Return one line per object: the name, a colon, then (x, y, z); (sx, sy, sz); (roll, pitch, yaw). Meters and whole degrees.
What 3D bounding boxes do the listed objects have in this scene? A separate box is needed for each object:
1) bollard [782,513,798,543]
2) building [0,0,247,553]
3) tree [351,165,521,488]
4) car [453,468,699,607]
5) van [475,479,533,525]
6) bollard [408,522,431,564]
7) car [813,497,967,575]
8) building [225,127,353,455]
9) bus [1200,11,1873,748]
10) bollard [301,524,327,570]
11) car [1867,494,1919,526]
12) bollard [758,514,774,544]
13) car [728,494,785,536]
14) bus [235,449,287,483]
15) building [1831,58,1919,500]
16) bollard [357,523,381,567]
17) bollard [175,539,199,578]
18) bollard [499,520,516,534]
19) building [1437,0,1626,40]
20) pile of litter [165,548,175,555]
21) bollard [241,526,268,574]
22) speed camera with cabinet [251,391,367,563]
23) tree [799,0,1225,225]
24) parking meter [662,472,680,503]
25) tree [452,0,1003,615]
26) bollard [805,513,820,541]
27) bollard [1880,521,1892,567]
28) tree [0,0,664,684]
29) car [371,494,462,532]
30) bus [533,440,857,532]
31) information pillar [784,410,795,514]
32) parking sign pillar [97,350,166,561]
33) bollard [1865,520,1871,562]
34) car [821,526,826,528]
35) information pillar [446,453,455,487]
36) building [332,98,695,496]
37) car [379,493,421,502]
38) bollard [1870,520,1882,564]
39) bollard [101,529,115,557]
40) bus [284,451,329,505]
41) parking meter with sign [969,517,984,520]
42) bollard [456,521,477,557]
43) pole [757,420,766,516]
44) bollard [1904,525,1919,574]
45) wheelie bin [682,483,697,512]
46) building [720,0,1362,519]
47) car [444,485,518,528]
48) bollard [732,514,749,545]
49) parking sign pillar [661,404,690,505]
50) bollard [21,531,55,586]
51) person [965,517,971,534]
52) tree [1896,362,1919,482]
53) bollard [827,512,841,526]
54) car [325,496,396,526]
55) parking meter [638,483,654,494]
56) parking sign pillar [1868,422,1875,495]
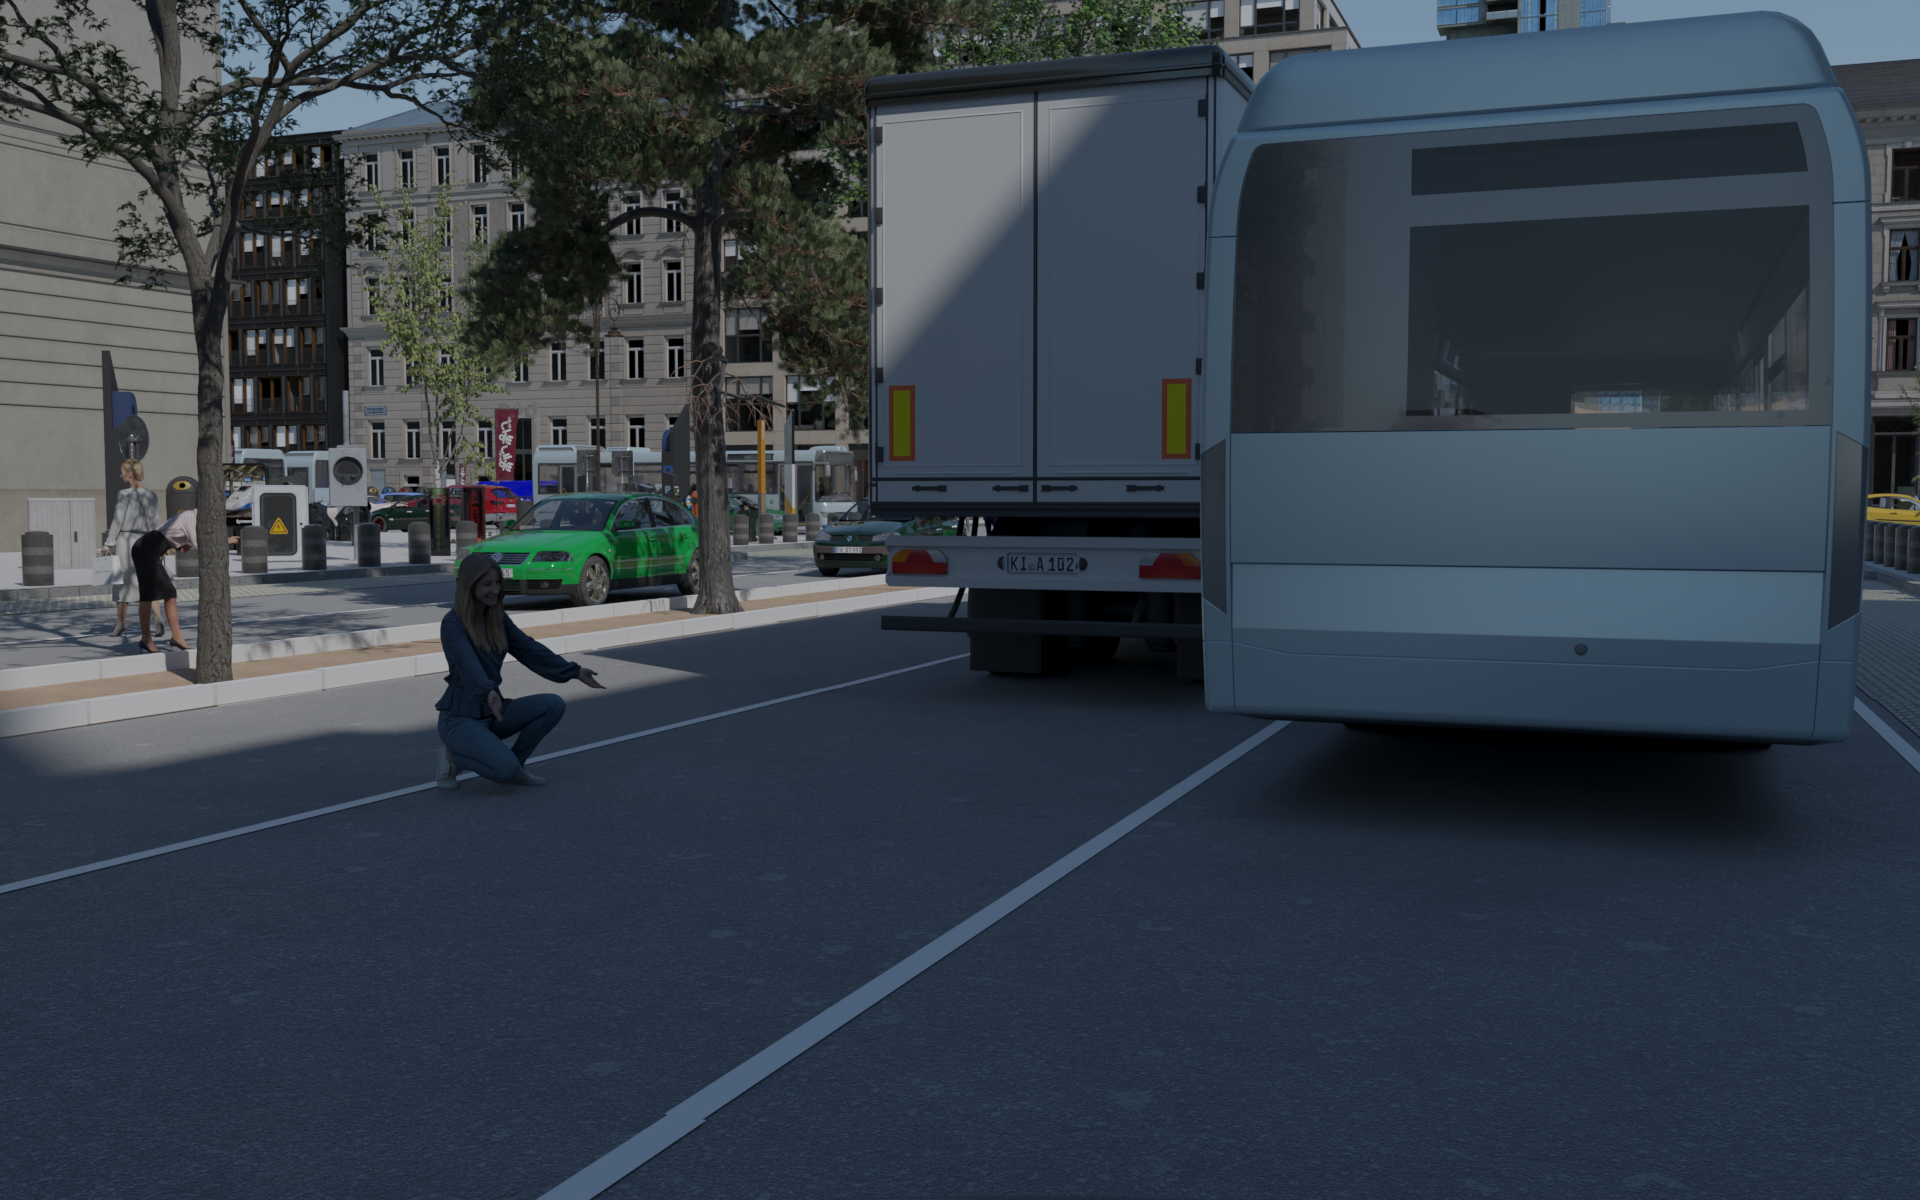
bollard: (-4.513, -1.912, 45.971); (0.404, 0.777, 0.398); (0, 3, 0)
building: (-34.391, -12.757, 41.868); (30.059, 22.955, 16.112); (1, 4, 21)
tree: (-11.717, -5.443, 39.354); (4.737, 8.622, 4.395); (0, 3, 0)
car: (-4.900, -0.881, 23.206); (1.959, 1.807, 4.718); (1, 4, 19)
van: (-20.789, -4.612, 79.794); (5.245, 2.365, 2.240); (1, 4, 21)
bollard: (-9.956, -1.051, 31.894); (0.404, 0.777, 0.398); (0, 3, 0)
car: (-1.202, -1.322, 31.405); (2.009, 1.686, 4.222); (1, 4, 20)
building: (-42.671, -17.239, 111.532); (15.834, 23.373, 12.332); (1, 4, 21)
bus: (4.663, -1.116, 13.102); (2.948, 3.499, 13.247); (1, 4, 22)
bollard: (-10.943, -0.894, 29.340); (0.404, 0.777, 0.398); (0, 3, 0)
car: (32.419, -3.021, 59.616); (3.980, 1.641, 2.015); (1, 4, 20)
bollard: (-5.007, -1.834, 44.699); (0.404, 0.777, 0.398); (0, 3, 0)
car: (-7.991, -2.956, 60.122); (4.920, 1.459, 2.131); (1, 4, 21)
bus: (-34.624, -4.815, 73.585); (13.247, 3.499, 2.948); (1, 4, 23)
building: (39.438, -13.987, 79.591); (40.483, 20.767, 10.553); (1, 4, 21)
bollard: (-10.450, -0.973, 30.621); (0.404, 0.777, 0.398); (0, 3, 0)
bollard: (-11.929, -0.739, 26.794); (0.404, 0.777, 0.398); (0, 3, 0)
bollard: (-8.959, -1.208, 34.468); (0.404, 0.777, 0.398); (0, 3, 0)
building: (78.284, -56.707, 239.833); (31.000, 86.520, 22.319); (1, 4, 21)
pile of litter: (-16.387, -1.374, 36.438); (1.176, 0.858, 1.719); (-3, 5, -43)
bollard: (-11.437, -0.817, 28.068); (0.404, 0.777, 0.398); (0, 3, 0)
speed camera with cabinet: (-12.323, -2.352, 32.795); (2.038, 3.252, 0.660); (-1, 4, -22)
tree: (0.813, -6.142, 28.632); (9.928, 11.665, 9.643); (0, 3, 0)
parking meter: (-7.539, -2.416, 45.206); (0.399, 1.863, 0.255); (2, 4, 27)
tree: (-2.991, -5.863, 20.378); (6.751, 12.117, 7.091); (0, 3, 0)
bollard: (-4.019, -1.990, 47.257); (0.404, 0.777, 0.398); (0, 3, 0)
bollard: (16.479, -0.962, 30.452); (0.404, 0.777, 0.398); (0, 3, 0)
tree: (-5.446, -4.655, 12.981); (8.767, 10.594, 7.601); (1, 4, 21)
car: (-19.589, -3.254, 62.991); (4.222, 1.686, 2.009); (1, 4, 21)
bus: (-9.425, -4.201, 63.553); (13.247, 3.499, 2.948); (1, 4, 23)
information pillar: (-4.743, -3.482, 48.288); (0.183, 3.616, 0.504); (-2, 4, -33)
parking sign pillar: (-16.087, -2.737, 33.224); (1.447, 3.967, 1.447); (-1, 4, -19)
bollard: (17.465, -1.119, 33.007); (0.404, 0.777, 0.398); (0, 3, 0)
car: (-6.405, -3.536, 67.404); (3.694, 1.707, 1.945); (1, 4, 21)
information pillar: (-28.666, -6.496, 97.564); (0.504, 3.616, 0.183); (-1, 4, -18)
building: (-23.257, -18.765, 104.068); (25.104, 27.353, 12.463); (1, 4, 21)
car: (-24.743, -4.206, 78.360); (3.694, 1.707, 1.945); (1, 4, 20)
bollard: (16.973, -1.041, 31.734); (0.404, 0.777, 0.398); (0, 3, 0)
bollard: (-12.420, -0.661, 25.521); (0.404, 0.777, 0.398); (0, 3, 0)
bus: (-33.133, -5.038, 77.231); (13.247, 3.499, 2.948); (1, 4, 22)
parking meter with sign: (0.621, -5.418, 84.845); (1.738, 3.016, 0.543); (0, 4, 5)
bollard: (-9.456, -1.130, 33.195); (0.404, 0.777, 0.398); (0, 3, 0)
pole: (-5.474, -3.299, 47.774); (0.158, 3.312, 0.155); (0, 3, 0)
bollard: (15.981, -0.884, 29.174); (0.404, 0.777, 0.398); (0, 3, 0)
wheelie bin: (-7.520, -2.524, 49.182); (0.693, 1.594, 0.980); (0, 4, -1)
building: (5.782, -17.893, 97.066); (34.151, 26.468, 19.350); (1, 4, 21)
car: (-20.533, -3.815, 71.041); (5.304, 1.827, 2.281); (1, 4, 22)
bollard: (-5.501, -1.756, 43.420); (0.404, 0.777, 0.398); (0, 3, 0)
parking sign pillar: (-8.452, -3.858, 51.548); (1.447, 3.967, 1.447); (1, 4, 12)
bollard: (-12.912, -0.583, 24.247); (0.404, 0.777, 0.398); (0, 3, 0)
person: (0.196, -3.244, 61.729); (0.526, 1.800, 0.537); (-1, 4, -21)
tree: (38.870, -7.152, 67.302); (4.737, 8.622, 4.395); (0, 3, 0)
bollard: (-3.524, -2.068, 48.529); (0.404, 0.777, 0.398); (0, 3, 0)
car: (-24.416, -3.499, 69.567); (4.827, 1.381, 2.083); (1, 4, 21)
parking meter: (-7.353, -1.969, 40.609); (0.372, 1.533, 0.369); (0, 3, 0)
parking sign pillar: (33.886, -4.720, 65.650); (1.447, 3.967, 1.447); (2, 4, 30)
